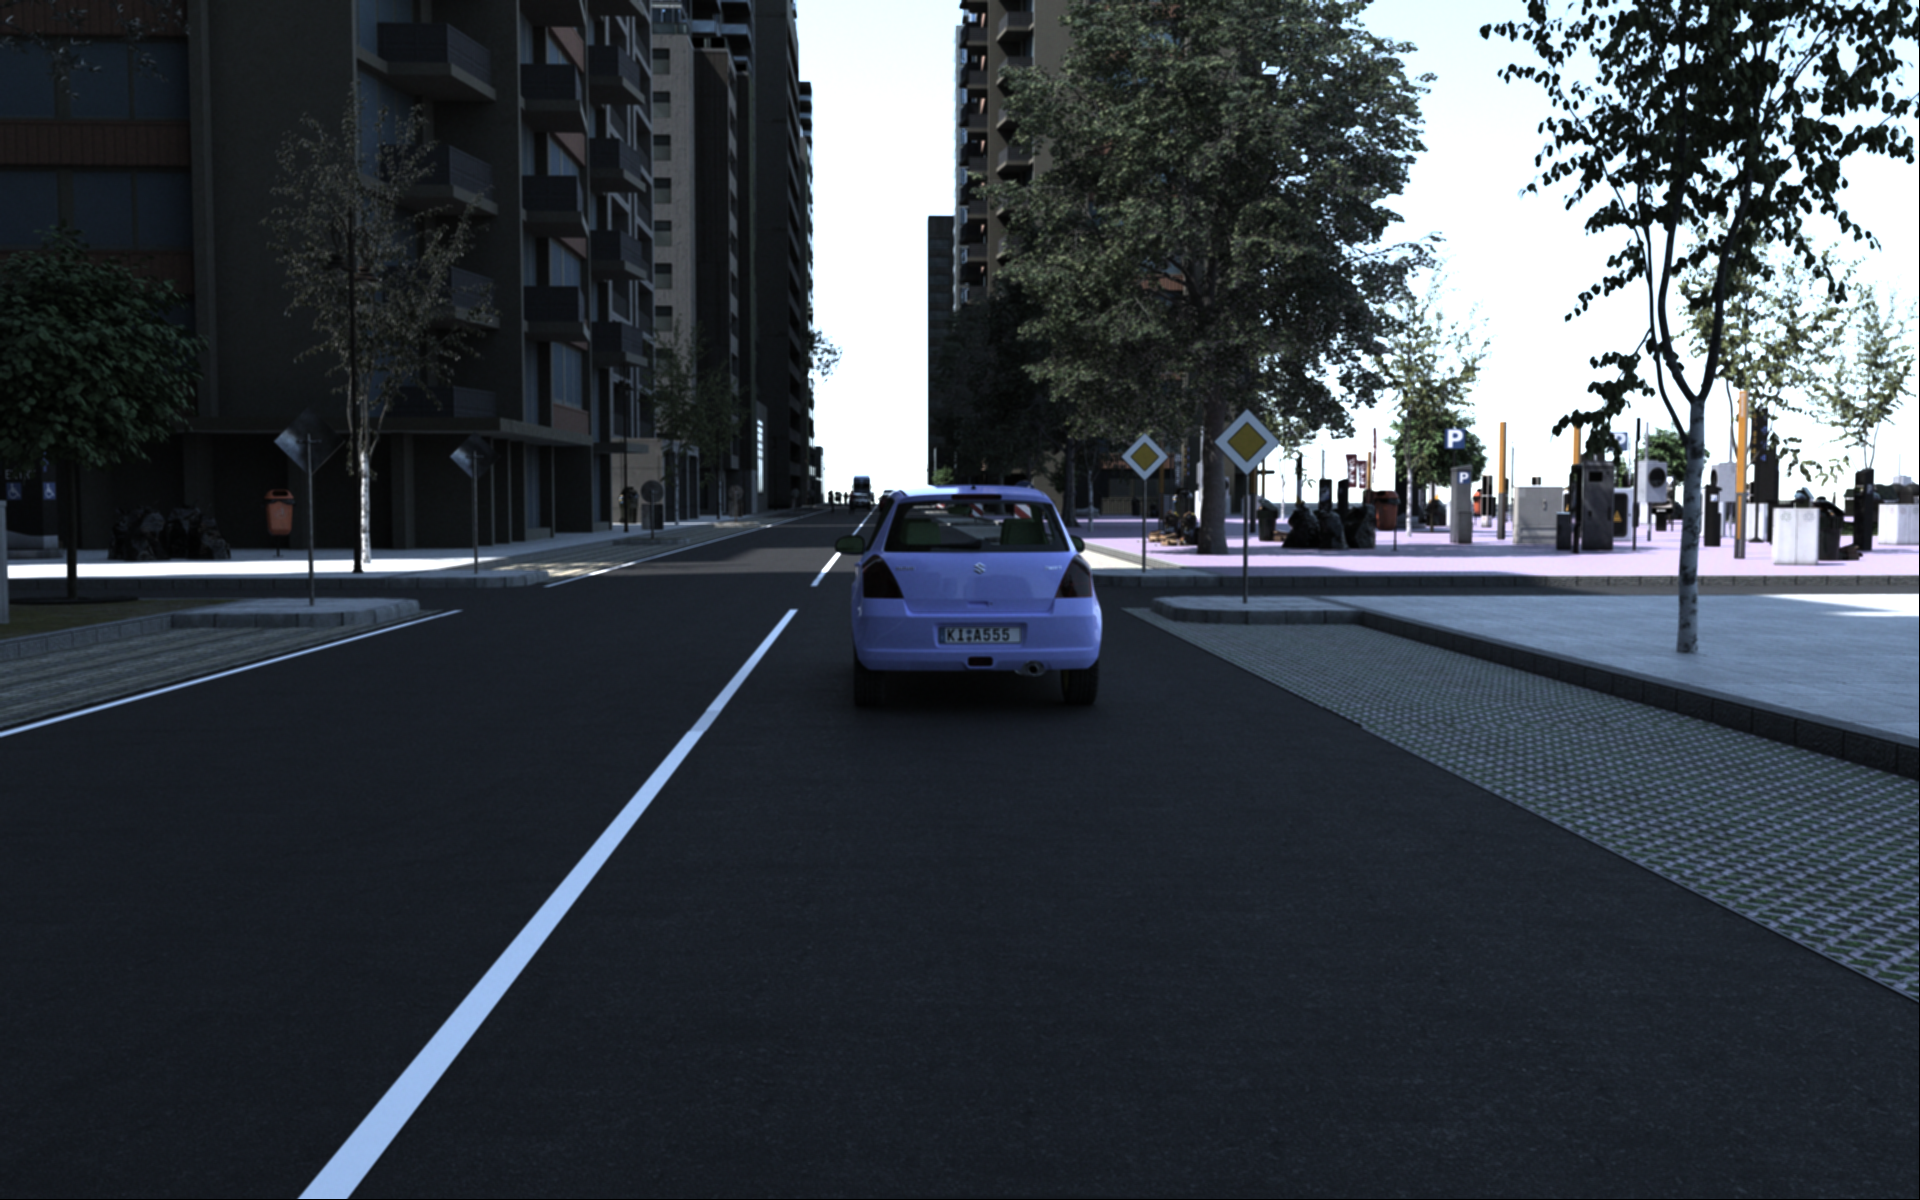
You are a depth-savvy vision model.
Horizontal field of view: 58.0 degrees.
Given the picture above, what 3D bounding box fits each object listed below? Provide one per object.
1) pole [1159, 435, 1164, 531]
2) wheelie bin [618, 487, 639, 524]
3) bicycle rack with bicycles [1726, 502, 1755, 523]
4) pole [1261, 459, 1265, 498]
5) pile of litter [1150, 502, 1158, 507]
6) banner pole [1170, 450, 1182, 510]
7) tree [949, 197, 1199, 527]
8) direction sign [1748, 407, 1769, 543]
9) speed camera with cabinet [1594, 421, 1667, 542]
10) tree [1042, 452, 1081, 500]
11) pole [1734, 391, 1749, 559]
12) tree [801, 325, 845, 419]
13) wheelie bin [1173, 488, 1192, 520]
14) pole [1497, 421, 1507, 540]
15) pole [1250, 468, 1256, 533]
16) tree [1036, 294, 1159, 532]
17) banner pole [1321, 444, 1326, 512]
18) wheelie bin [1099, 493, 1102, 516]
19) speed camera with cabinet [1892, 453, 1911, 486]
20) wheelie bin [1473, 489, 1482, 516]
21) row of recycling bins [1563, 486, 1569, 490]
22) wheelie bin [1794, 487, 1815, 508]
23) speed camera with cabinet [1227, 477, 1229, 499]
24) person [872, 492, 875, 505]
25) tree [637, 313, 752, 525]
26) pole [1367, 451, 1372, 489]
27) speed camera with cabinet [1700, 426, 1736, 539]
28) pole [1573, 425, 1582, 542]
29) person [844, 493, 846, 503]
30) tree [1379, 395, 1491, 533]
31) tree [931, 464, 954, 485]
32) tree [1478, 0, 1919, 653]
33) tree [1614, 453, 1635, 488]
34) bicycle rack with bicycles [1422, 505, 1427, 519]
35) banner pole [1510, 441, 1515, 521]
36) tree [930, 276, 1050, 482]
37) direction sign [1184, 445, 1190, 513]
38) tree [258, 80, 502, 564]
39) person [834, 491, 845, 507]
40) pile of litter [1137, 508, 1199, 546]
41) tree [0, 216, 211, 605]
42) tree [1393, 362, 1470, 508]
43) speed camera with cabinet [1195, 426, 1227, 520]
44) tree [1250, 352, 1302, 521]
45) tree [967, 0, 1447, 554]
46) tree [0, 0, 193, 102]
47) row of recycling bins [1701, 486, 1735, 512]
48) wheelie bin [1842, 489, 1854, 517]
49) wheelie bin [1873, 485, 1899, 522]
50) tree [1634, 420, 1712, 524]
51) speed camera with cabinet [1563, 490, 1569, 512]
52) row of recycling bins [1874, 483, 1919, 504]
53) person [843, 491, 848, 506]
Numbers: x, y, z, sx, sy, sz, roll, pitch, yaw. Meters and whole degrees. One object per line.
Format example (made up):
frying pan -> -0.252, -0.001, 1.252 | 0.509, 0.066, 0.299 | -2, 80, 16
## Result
pole -> 6.927, -4.017, 59.528 | 0.158, 3.312, 0.155 | 0, 3, 0
wheelie bin -> -14.307, -4.101, 74.965 | 0.693, 1.594, 0.980 | 2, 4, 24
bicycle rack with bicycles -> 34.620, -3.927, 77.582 | 2.925, 0.926, 2.852 | -2, 4, -24
pole -> 17.143, -6.363, 97.884 | 0.158, 3.312, 0.155 | 0, 3, 0
pile of litter -> 10.395, -4.906, 94.181 | 1.719, 0.858, 1.176 | 0, 4, -3
banner pole -> 11.310, -6.182, 91.091 | 0.863, 3.779, 0.401 | -1, 4, -18
tree -> 4.352, -9.190, 67.272 | 9.611, 12.733, 9.660 | 0, 3, 0
direction sign -> 21.086, -3.288, 45.760 | 0.379, 3.537, 0.876 | 0, 4, -2
speed camera with cabinet -> 18.085, -3.210, 46.820 | 2.038, 3.252, 0.660 | -1, 4, -17
tree -> 4.706, -5.080, 77.659 | 1.663, 3.219, 1.824 | 0, 3, 0
pole -> 15.468, -2.472, 34.268 | 0.158, 3.312, 0.155 | 0, 3, 0
tree -> -18.782, -19.720, 178.308 | 12.611, 20.169, 13.585 | 0, 3, 0
wheelie bin -> 11.018, -4.741, 85.420 | 0.980, 1.594, 0.693 | -1, 4, -17
pole -> 15.242, -3.355, 48.690 | 0.158, 3.312, 0.155 | 0, 3, 0
pole -> 9.722, -3.888, 57.407 | 0.158, 3.312, 0.155 | 0, 3, 0
tree -> 4.457, -6.588, 58.078 | 4.360, 8.622, 3.978 | 0, 3, 0
banner pole -> 18.021, -5.869, 85.977 | 0.401, 3.779, 0.863 | 2, 4, 27
wheelie bin -> 8.168, -5.856, 103.660 | 0.693, 1.594, 0.980 | 0, 4, 2
speed camera with cabinet -> 45.637, -5.417, 82.910 | 0.660, 3.252, 2.038 | -1, 4, -15
wheelie bin -> 30.043, -5.616, 99.722 | 0.980, 1.594, 0.693 | -2, 4, -30
row of recycling bins -> 32.675, -5.061, 89.868 | 1.069, 1.692, 3.534 | -2, 4, -28
wheelie bin -> 35.828, -4.015, 73.550 | 0.693, 1.594, 0.980 | 3, 5, 44
speed camera with cabinet -> 12.777, -5.712, 87.732 | 2.038, 3.252, 0.660 | -3, 5, -42
person -> -11.257, -13.076, 223.017 | 0.721, 1.743, 1.217 | -1, 4, -10
tree -> -11.563, -7.417, 71.624 | 4.737, 8.622, 4.395 | 0, 3, 0
pole -> 19.530, -5.433, 82.676 | 0.158, 3.312, 0.155 | 0, 3, 0
speed camera with cabinet -> 22.144, -3.452, 50.781 | 0.660, 3.252, 2.038 | 0, 4, 5
pole -> 15.509, -3.041, 43.570 | 0.158, 3.312, 0.155 | 0, 3, 0
person -> -16.528, -14.845, 251.078 | 0.599, 1.838, 0.709 | -2, 4, -24
tree -> 15.623, -4.513, 57.502 | 4.285, 4.588, 4.351 | 0, 3, 0
tree -> -1.524, -12.683, 191.077 | 4.285, 4.588, 4.351 | 0, 3, 0
tree -> 6.093, -3.889, 13.951 | 4.737, 8.622, 4.395 | 0, 3, 0
tree -> 30.290, -5.193, 79.511 | 1.663, 3.219, 1.824 | 0, 3, 0
bicycle rack with bicycles -> 21.498, -4.235, 82.618 | 2.852, 0.926, 2.925 | -3, 5, -41
banner pole -> 26.130, -5.619, 81.883 | 0.401, 3.779, 0.863 | 2, 4, 27
tree -> 3.597, -10.880, 88.265 | 12.009, 13.543, 11.850 | 0, 3, 0
direction sign -> 10.488, -5.388, 80.090 | 0.379, 3.537, 0.876 | 0, 4, -8
tree -> -10.818, -4.990, 31.957 | 4.360, 8.622, 3.978 | 0, 3, 0
person -> -13.603, -11.479, 196.258 | 1.350, 1.814, 0.705 | -3, 4, -36
pile of litter -> 5.486, -1.800, 43.391 | 1.719, 0.858, 1.176 | -2, 4, -35
tree -> -10.712, -2.255, 20.585 | 4.285, 4.588, 4.351 | 0, 3, 0
tree -> 25.515, -8.844, 94.959 | 4.360, 8.622, 3.978 | 0, 3, 0
speed camera with cabinet -> 7.214, -3.403, 49.979 | 0.660, 3.252, 2.038 | 0, 4, 5
tree -> 15.443, -8.041, 81.830 | 4.737, 8.622, 4.395 | 0, 3, 0
tree -> 5.314, -7.960, 36.805 | 9.857, 13.997, 8.962 | 0, 3, 0
tree -> -10.249, -6.147, 10.878 | 12.009, 13.543, 11.850 | 0, 3, 0
row of recycling bins -> 39.653, -5.141, 91.172 | 3.534, 1.692, 1.069 | -1, 4, -19
wheelie bin -> 50.682, -5.539, 98.476 | 0.693, 1.594, 0.980 | -3, 5, -43
wheelie bin -> 32.698, -3.270, 61.373 | 0.980, 1.594, 0.693 | -1, 4, -8
tree -> 30.748, -5.578, 74.918 | 4.285, 4.588, 4.351 | 0, 3, 0
speed camera with cabinet -> 27.119, -4.968, 75.560 | 0.660, 3.252, 2.038 | -1, 4, -15
row of recycling bins -> 36.279, -3.629, 66.445 | 1.069, 1.692, 3.534 | -1, 4, -17
person -> -14.089, -12.569, 214.020 | 0.705, 1.822, 1.348 | 1, 4, 18
